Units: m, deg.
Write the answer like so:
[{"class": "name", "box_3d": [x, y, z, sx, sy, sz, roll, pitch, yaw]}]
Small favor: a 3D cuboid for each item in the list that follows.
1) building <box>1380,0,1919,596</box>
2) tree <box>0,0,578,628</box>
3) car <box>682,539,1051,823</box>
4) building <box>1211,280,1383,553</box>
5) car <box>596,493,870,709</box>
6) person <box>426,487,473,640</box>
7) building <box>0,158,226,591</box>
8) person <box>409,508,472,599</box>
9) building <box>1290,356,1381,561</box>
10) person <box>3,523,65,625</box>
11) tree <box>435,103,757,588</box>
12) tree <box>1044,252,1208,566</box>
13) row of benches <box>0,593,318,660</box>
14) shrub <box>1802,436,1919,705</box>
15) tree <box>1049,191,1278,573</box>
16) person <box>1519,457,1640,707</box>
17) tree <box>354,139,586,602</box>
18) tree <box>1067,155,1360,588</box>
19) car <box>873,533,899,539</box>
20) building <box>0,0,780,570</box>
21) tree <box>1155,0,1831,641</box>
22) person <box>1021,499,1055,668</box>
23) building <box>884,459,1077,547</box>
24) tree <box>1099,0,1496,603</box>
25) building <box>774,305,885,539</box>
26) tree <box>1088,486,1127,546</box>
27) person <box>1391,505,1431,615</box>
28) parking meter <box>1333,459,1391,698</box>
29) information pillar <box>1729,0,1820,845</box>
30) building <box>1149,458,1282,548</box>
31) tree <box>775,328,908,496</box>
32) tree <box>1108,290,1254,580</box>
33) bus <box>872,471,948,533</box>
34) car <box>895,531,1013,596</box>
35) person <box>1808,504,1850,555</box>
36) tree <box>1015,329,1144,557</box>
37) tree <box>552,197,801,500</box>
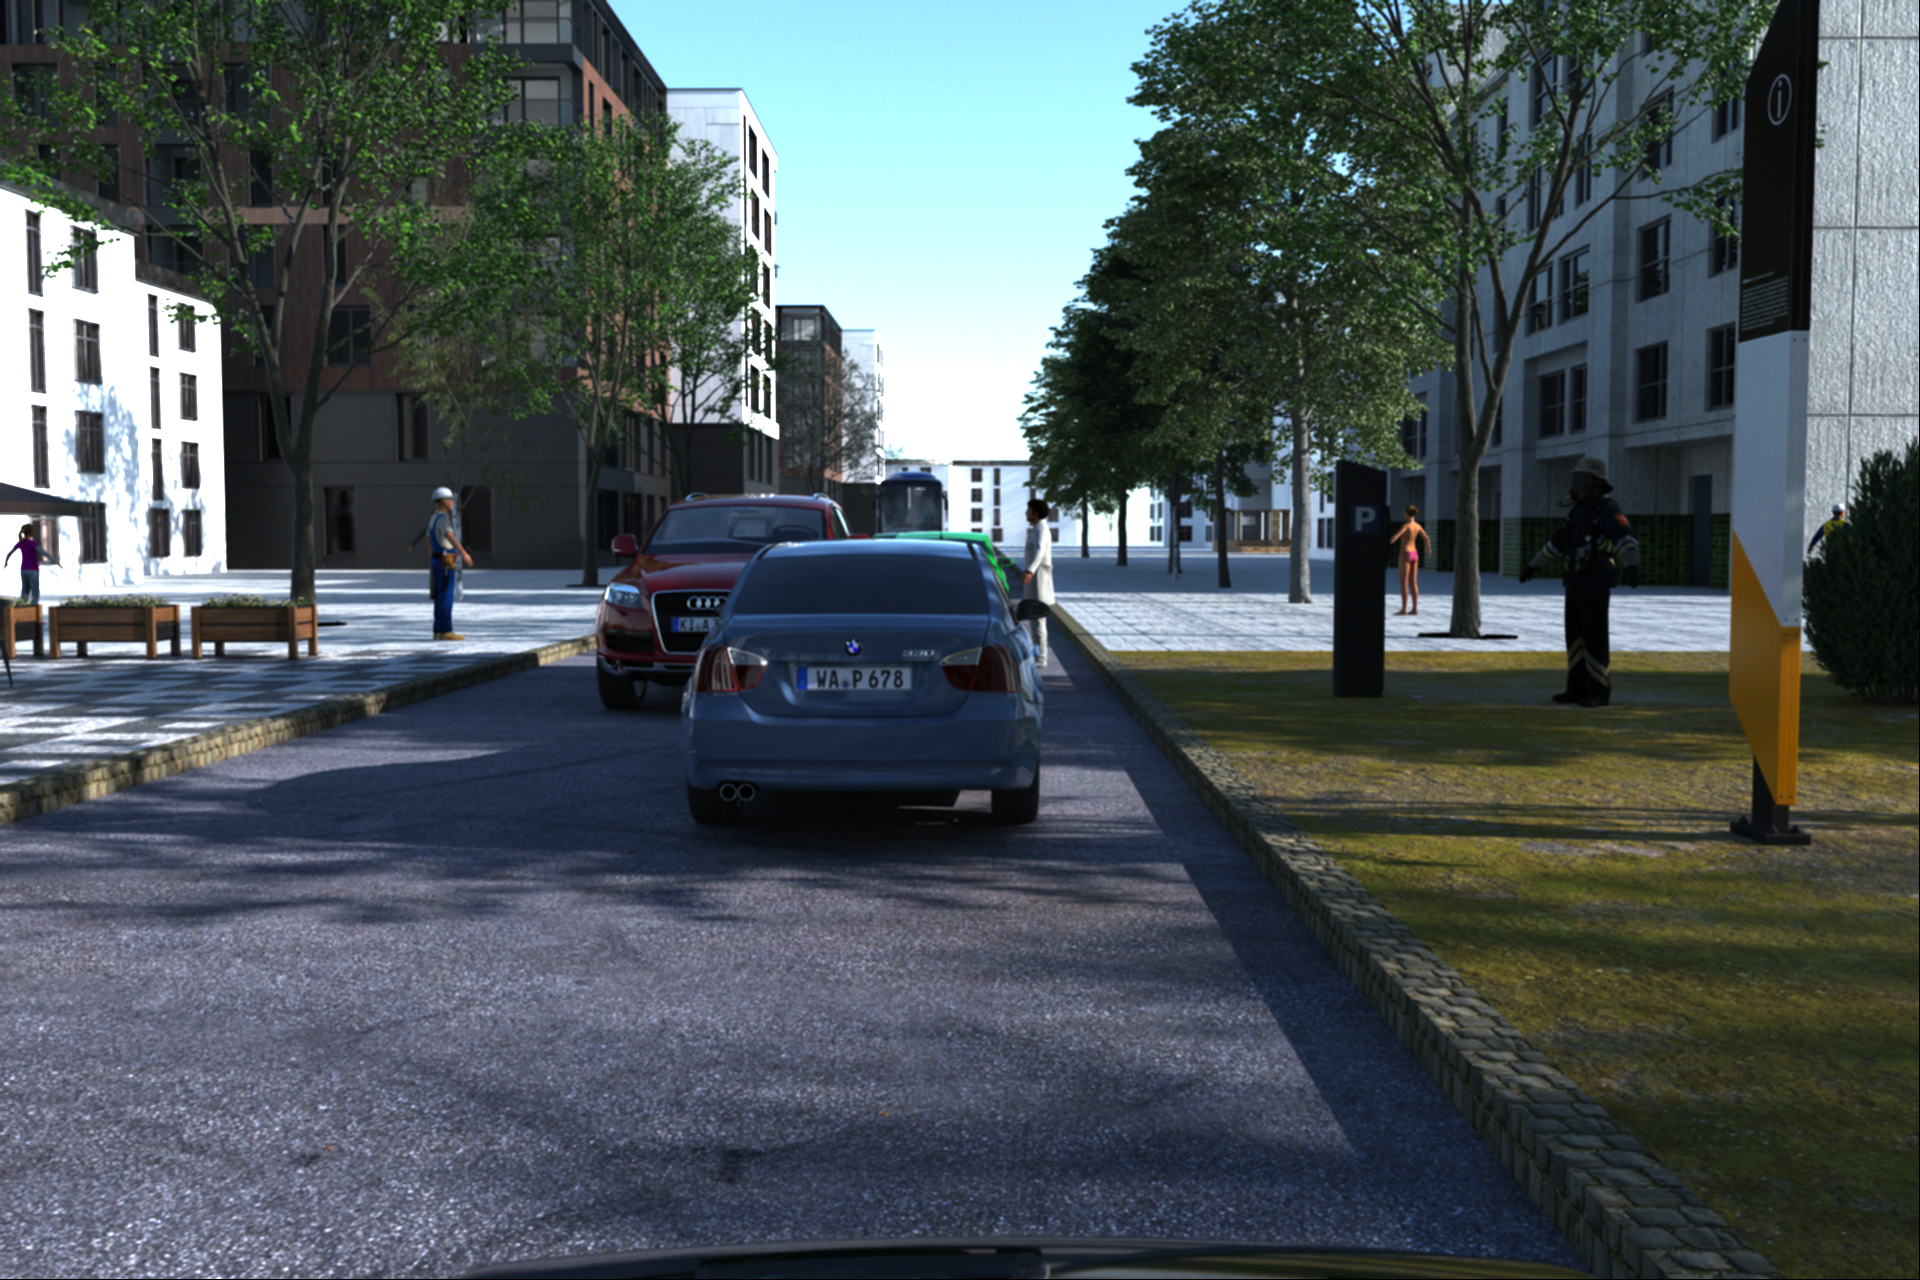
[{"class": "building", "box_3d": [24.487, -11.276, 50.826, 16.747, 18.905, 31.486, 0, 4, 0]}, {"class": "tree", "box_3d": [-9.153, -5.984, 23.602, 9.928, 11.665, 9.643, 0, 3, 0]}, {"class": "car", "box_3d": [-0.465, 0.131, 9.868, 2.014, 1.417, 4.499, 0, 4, 0]}, {"class": "building", "box_3d": [24.140, -16.720, 129.792, 16.016, 20.090, 11.380, 0, 4, 1]}, {"class": "car", "box_3d": [-1.899, -0.439, 15.858, 2.281, 1.827, 5.304, 0, 4, 1]}, {"class": "person", "box_3d": [-6.235, -0.926, 21.004, 0.705, 1.847, 1.347, -2, 4, -34]}, {"class": "building", "box_3d": [-25.897, -6.311, 45.339, 9.099, 9.664, 28.070, 0, 3, 0]}, {"class": "person", "box_3d": [-10.270, -1.704, 34.139, 0.705, 1.796, 1.348, 3, 5, 44]}, {"class": "building", "box_3d": [22.364, -8.500, 81.118, 9.099, 9.664, 28.070, 0, 4, 1]}, {"class": "person", "box_3d": [-13.084, -0.928, 24.435, 0.991, 1.433, 0.599, 1, 4, 13]}, {"class": "tree", "box_3d": [-8.801, -7.093, 41.731, 9.928, 11.665, 9.643, 0, 3, 0]}, {"class": "tree", "box_3d": [6.939, -9.277, 69.813, 7.486, 12.596, 7.792, 0, 3, 0]}, {"class": "row of benches", "box_3d": [-8.823, -0.150, 17.923, 4.104, 0.672, 1.422, 0, 4, 0]}, {"class": "shrub", "box_3d": [7.192, -0.535, 13.173, 1.690, 2.028, 1.600, 0, 3, 0]}, {"class": "tree", "box_3d": [6.622, -8.456, 56.375, 7.486, 12.596, 7.792, 0, 3, 0]}, {"class": "person", "box_3d": [4.685, -0.441, 12.982, 0.705, 1.856, 1.354, -1, 4, -16]}, {"class": "tree", "box_3d": [-9.630, -5.043, 32.819, 4.360, 8.622, 3.978, 0, 3, 0]}, {"class": "tree", "box_3d": [6.027, -6.541, 41.365, 7.601, 10.594, 8.767, 0, 4, 5]}, {"class": "car", "box_3d": [-1.540, -2.128, 43.589, 1.959, 1.807, 4.718, 0, 4, 1]}, {"class": "building", "box_3d": [-23.953, -14.300, 77.781, 27.936, 21.610, 32.646, 0, 4, 1]}, {"class": "tree", "box_3d": [6.427, -5.832, 21.112, 9.928, 11.665, 9.643, 0, 3, 0]}, {"class": "person", "box_3d": [0.806, -0.614, 18.679, 0.705, 1.806, 1.347, 0, 4, 4]}, {"class": "building", "box_3d": [-0.784, -15.279, 194.423, 28.070, 9.664, 9.099, 0, 4, 4]}, {"class": "tree", "box_3d": [6.009, -6.942, 31.625, 7.486, 12.596, 7.792, 0, 3, 0]}, {"class": "building", "box_3d": [-22.326, -20.007, 171.087, 27.936, 21.610, 32.646, 0, 4, 1]}, {"class": "tree", "box_3d": [16.940, -14.757, 191.646, 4.360, 8.622, 3.978, 0, 3, 0]}, {"class": "person", "box_3d": [7.057, -1.264, 27.468, 1.217, 1.733, 0.721, -2, 4, -34]}, {"class": "parking meter", "box_3d": [3.168, -0.486, 13.654, 0.399, 1.863, 0.255, 0, 3, 0]}, {"class": "information pillar", "box_3d": [3.412, -0.974, 7.272, 0.183, 3.616, 0.504, 0, 3, 0]}, {"class": "building", "box_3d": [23.581, -13.490, 162.712, 9.099, 9.664, 28.070, 0, 4, 0]}, {"class": "tree", "box_3d": [-8.719, -11.831, 103.812, 12.009, 13.543, 11.850, 0, 3, 0]}, {"class": "tree", "box_3d": [6.031, -5.967, 47.923, 4.737, 8.622, 4.395, 0, 3, 0]}, {"class": "bus", "box_3d": [-1.851, -4.900, 71.663, 2.896, 3.916, 12.251, 0, 4, 0]}, {"class": "car", "box_3d": [-0.230, -0.933, 24.054, 1.959, 1.807, 4.718, 0, 4, 1]}, {"class": "person", "box_3d": [15.998, -1.565, 31.549, 0.705, 1.833, 1.349, -2, 4, -27]}, {"class": "tree", "box_3d": [6.754, -10.774, 94.280, 7.486, 12.596, 7.792, 0, 3, 0]}, {"class": "tree", "box_3d": [-8.500, -7.782, 52.986, 9.928, 11.665, 9.643, 0, 3, 0]}]
